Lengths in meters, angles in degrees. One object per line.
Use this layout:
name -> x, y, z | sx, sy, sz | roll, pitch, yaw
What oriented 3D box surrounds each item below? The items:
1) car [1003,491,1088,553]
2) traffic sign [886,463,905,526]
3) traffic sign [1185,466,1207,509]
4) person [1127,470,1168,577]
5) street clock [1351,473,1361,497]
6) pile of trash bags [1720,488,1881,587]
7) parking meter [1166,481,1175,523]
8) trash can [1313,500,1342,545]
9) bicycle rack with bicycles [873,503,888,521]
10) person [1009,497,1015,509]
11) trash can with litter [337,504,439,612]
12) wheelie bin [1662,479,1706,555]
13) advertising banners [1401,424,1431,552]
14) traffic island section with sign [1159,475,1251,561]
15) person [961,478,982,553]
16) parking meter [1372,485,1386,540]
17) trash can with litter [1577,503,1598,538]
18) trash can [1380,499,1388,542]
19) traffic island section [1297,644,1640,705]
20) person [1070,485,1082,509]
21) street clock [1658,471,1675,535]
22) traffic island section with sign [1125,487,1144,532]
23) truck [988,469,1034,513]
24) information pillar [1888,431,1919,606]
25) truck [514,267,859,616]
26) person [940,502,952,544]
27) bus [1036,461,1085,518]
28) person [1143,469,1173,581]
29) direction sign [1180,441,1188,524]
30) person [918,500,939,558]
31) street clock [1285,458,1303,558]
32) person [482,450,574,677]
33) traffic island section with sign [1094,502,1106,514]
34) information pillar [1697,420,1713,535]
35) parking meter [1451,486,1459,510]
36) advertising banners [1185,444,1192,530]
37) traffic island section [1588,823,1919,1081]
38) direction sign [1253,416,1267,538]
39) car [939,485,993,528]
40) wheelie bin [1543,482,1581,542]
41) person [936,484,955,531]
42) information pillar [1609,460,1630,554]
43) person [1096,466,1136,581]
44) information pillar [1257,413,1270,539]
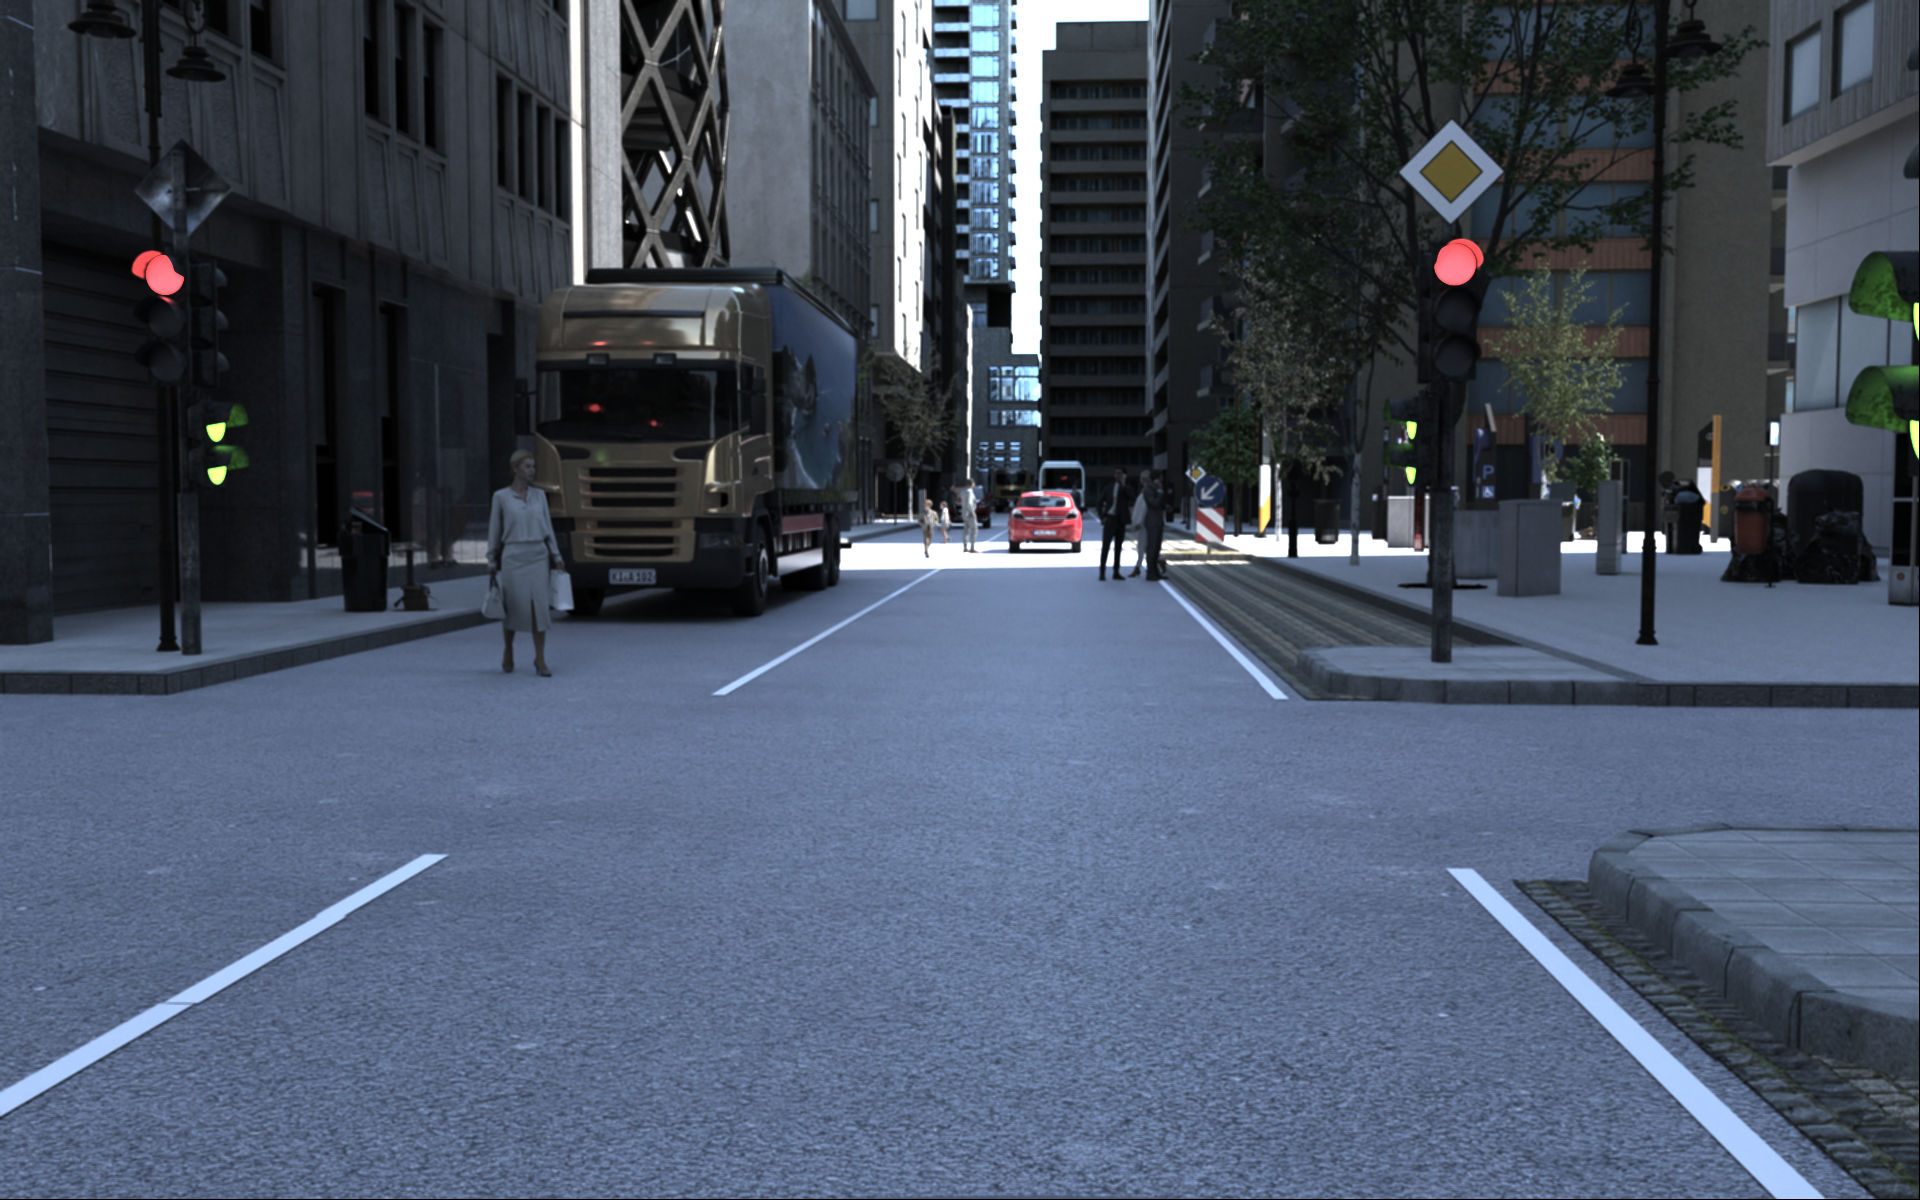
car -> 2.151, -2.110, 43.535 | 2.155, 1.783, 4.494 | 0, 4, 3
traffic sign -> -2.630, -4.300, 70.417 | 0.768, 2.556, 0.104 | 0, 4, 4
traffic sign -> 8.571, -3.778, 62.963 | 0.795, 2.450, 0.064 | 1, 4, 10
person -> 3.263, -1.319, 29.948 | 0.818, 1.842, 0.514 | -1, 4, -16
street clock -> 12.693, -3.119, 55.566 | 0.358, 2.002, 0.471 | 2, 4, 25
pile of trash bags -> 11.957, -0.935, 25.037 | 1.912, 1.369, 3.447 | 3, 5, 43
parking meter -> 9.491, -4.430, 78.148 | 0.399, 1.863, 0.255 | 0, 4, 4
trash can -> 9.328, -1.980, 44.030 | 0.748, 1.137, 0.748 | 0, 3, 0
bicycle rack with bicycles -> -4.993, -4.168, 81.536 | 2.852, 0.926, 2.925 | -2, 4, -28
person -> 2.611, -4.501, 86.369 | 0.394, 1.301, 0.425 | -3, 4, -36
trash can with litter -> -6.301, -0.470, 19.079 | 1.055, 1.170, 0.624 | -1, 4, -18
wheelie bin -> 15.380, -1.769, 36.828 | 0.693, 1.594, 0.980 | -1, 4, -13
advertising banners -> 10.307, -2.604, 38.769 | 0.090, 3.025, 2.074 | -1, 4, -10
traffic island section with sign -> 5.279, -1.784, 37.789 | 1.989, 1.847, 2.006 | 0, 4, 4
person -> 0.226, -2.039, 41.939 | 0.391, 1.810, 0.635 | -2, 4, -28
parking meter -> 11.800, -2.470, 48.800 | 0.372, 1.533, 0.369 | 0, 3, 0
trash can with litter -> 18.585, -2.406, 50.720 | 0.624, 1.170, 1.055 | -2, 4, -34
trash can -> 11.972, -2.208, 47.752 | 0.748, 1.137, 0.748 | 0, 3, 0
traffic island section -> 3.701, 0.553, 13.240 | 2.009, 0.180, 2.903 | 0, 4, 4
person -> 4.735, -3.883, 72.168 | 0.661, 1.801, 0.590 | 3, 5, 44
street clock -> 22.178, -3.048, 54.413 | 0.471, 2.002, 0.358 | 1, 4, 12
traffic island section with sign -> 7.040, -3.463, 65.251 | 1.989, 1.847, 2.006 | 0, 4, 4
truck -> 4.025, -8.432, 133.783 | 3.469, 3.379, 9.791 | 0, 4, 3
information pillar -> 10.917, -0.941, 19.882 | 0.304, 2.012, 0.304 | -2, 4, -26
truck -> -3.276, -2.132, 23.770 | 2.839, 4.237, 11.283 | 0, 4, 3
person -> -0.383, -2.197, 49.436 | 0.382, 1.210, 0.505 | 0, 4, -8
bus -> 6.004, -6.666, 103.842 | 2.948, 3.499, 13.247 | 0, 4, 2
person -> 3.300, -1.250, 28.744 | 0.447, 1.846, 0.655 | 2, 4, 24
direction sign -> 9.682, -5.052, 74.600 | 0.379, 3.537, 0.876 | 1, 4, 20
person -> -0.703, -1.595, 38.844 | 0.475, 1.303, 0.640 | -1, 4, -18
street clock -> 6.737, -1.861, 35.000 | 0.358, 2.002, 0.471 | 1, 4, 17
person -> -3.444, -0.300, 13.764 | 0.694, 1.780, 0.624 | -1, 4, -18
traffic island section with sign -> 11.973, -8.170, 142.210 | 1.989, 1.847, 2.006 | 0, 4, 4
information pillar -> 23.164, -3.817, 53.768 | 0.504, 3.616, 0.183 | 1, 4, 10
parking meter -> 15.516, -2.822, 54.547 | 0.372, 1.533, 0.369 | 0, 3, 0
advertising banners -> 8.150, -4.004, 61.650 | 0.090, 3.025, 2.074 | 0, 4, 3
traffic island section -> 3.191, 1.040, 5.271 | 2.009, 0.180, 2.903 | 0, 4, 4
direction sign -> 8.827, -3.606, 50.963 | 0.379, 3.537, 0.876 | -1, 4, -12
car -> 0.284, -3.988, 73.871 | 2.281, 1.827, 5.304 | 0, 4, 2
wheelie bin -> 16.061, -2.342, 46.202 | 0.980, 1.594, 0.693 | 2, 4, 29
person -> -0.597, -3.545, 66.452 | 0.713, 1.824, 0.794 | 2, 4, 24
information pillar -> 14.112, -1.995, 37.115 | 0.304, 2.012, 0.304 | -3, 5, -40
person -> 2.612, -1.288, 28.917 | 0.648, 1.900, 0.474 | -1, 4, -10
information pillar -> 8.809, -3.591, 50.072 | 0.183, 3.616, 0.504 | 3, 5, 39
